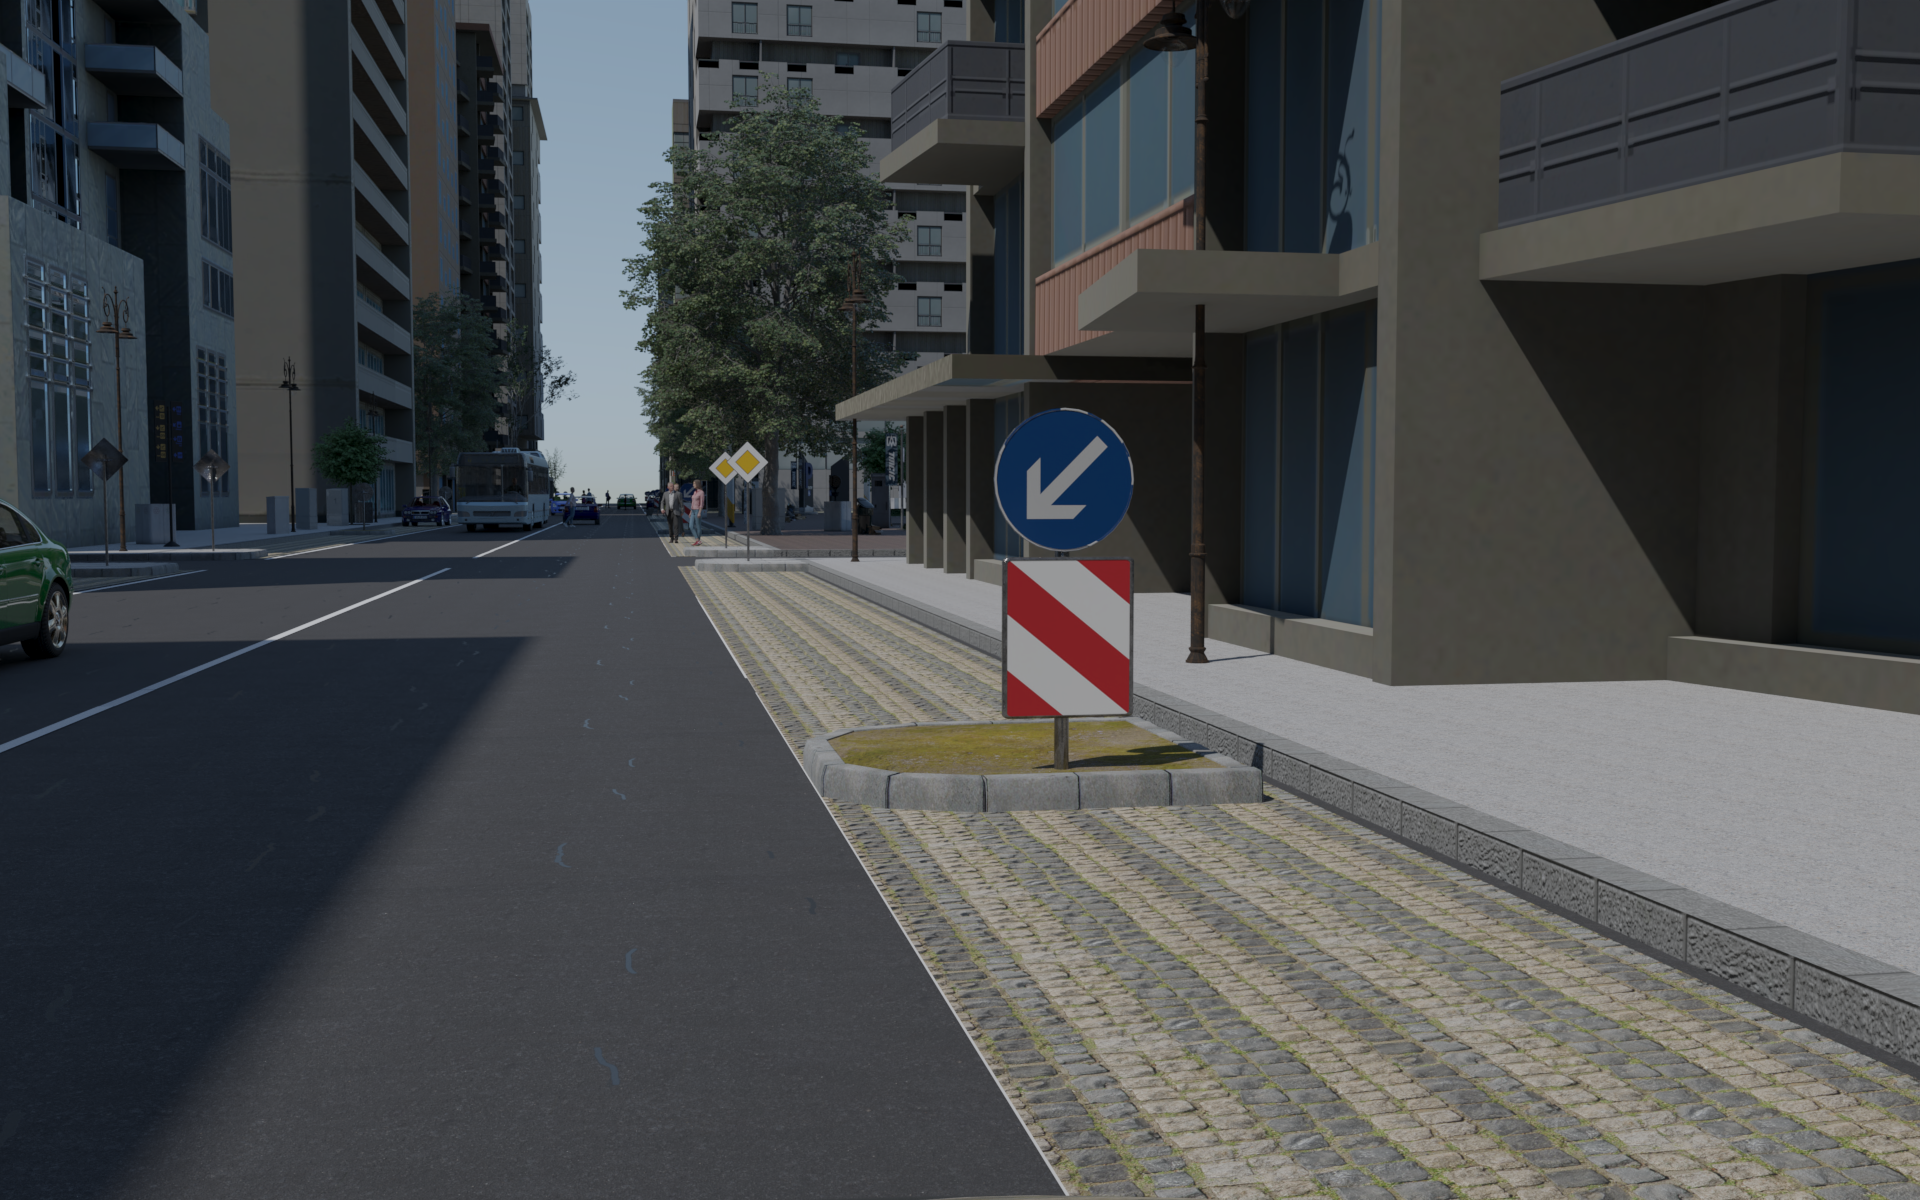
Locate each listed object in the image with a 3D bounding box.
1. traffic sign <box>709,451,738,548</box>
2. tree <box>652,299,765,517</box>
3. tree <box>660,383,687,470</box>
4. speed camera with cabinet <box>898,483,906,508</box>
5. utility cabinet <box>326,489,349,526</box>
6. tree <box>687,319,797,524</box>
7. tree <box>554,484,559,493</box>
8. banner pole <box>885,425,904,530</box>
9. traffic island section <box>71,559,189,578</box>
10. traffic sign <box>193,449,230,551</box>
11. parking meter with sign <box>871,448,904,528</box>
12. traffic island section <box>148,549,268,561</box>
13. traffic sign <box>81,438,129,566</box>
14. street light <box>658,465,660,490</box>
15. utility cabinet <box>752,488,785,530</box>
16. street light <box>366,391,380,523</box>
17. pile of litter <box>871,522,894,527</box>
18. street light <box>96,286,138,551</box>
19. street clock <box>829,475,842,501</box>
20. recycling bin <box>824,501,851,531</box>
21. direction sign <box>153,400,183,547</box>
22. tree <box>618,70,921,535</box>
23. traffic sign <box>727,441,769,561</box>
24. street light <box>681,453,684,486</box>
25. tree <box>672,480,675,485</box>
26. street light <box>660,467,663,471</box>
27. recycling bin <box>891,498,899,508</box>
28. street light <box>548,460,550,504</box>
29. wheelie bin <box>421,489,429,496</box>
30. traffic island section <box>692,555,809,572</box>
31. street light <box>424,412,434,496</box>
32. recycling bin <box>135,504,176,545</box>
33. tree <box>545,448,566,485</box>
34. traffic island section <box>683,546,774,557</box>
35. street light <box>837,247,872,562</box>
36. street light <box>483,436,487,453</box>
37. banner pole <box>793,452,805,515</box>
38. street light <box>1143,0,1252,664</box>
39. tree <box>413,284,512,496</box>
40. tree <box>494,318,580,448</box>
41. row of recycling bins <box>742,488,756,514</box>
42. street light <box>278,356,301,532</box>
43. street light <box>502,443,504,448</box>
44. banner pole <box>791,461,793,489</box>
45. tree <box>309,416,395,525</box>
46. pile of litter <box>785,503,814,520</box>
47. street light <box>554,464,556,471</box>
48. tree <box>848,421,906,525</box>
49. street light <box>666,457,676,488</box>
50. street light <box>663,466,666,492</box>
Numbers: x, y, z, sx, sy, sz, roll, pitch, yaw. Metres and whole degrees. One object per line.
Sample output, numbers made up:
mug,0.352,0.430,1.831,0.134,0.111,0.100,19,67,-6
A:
traffic sign,-5.523,-2.274,40.829,0.795,2.450,0.064,-1,4,-11
tree,-13.497,-11.006,98.070,7.486,12.596,7.792,0,3,0
tree,-16.730,-9.731,109.467,4.360,8.622,3.978,0,3,0
speed camera with cabinet,-3.477,-6.844,106.236,0.660,3.252,2.038,0,4,-1
utility cabinet,-24.985,-3.718,69.473,1.173,1.500,0.318,3,5,41
tree,-8.959,-7.564,74.037,4.360,8.622,3.978,0,3,0
tree,-62.460,-16.567,265.467,1.663,3.219,1.824,0,3,0
banner pole,-2.316,-4.437,62.568,0.863,3.779,0.401,-1,4,-22
traffic island section,-15.263,-0.530,30.952,2.009,0.180,2.903,-1,4,-11
traffic sign,-16.723,-2.147,38.742,0.795,2.450,0.064,-1,4,-11
parking meter with sign,-2.975,-4.198,64.897,1.738,3.016,0.543,0,4,3
traffic island section,-16.745,-1.010,38.799,2.009,0.180,2.903,-1,4,-11
traffic sign,-15.241,-1.667,30.895,0.795,2.450,0.064,-1,4,-11
street light,-43.264,-17.040,251.393,0.468,5.910,1.993,-1,4,-11
utility cabinet,-6.833,-3.246,61.759,1.173,1.500,0.318,-2,4,-34
street light,-26.329,-6.428,77.891,0.468,5.910,1.993,-1,4,-11
pile of litter,-3.223,-3.354,68.795,1.719,0.858,1.176,3,4,38
street light,-18.749,-4.027,38.634,0.468,5.910,1.993,-1,4,-11
street clock,-4.783,-3.784,66.443,0.471,2.002,0.358,0,4,3
recycling bin,-4.242,-2.903,60.020,0.722,1.027,0.722,2,4,27
direction sign,-19.218,-3.066,42.119,0.379,3.537,0.876,1,4,19
tree,-5.930,-9.025,54.206,9.857,13.997,8.962,0,3,0
traffic sign,-4.040,-1.794,32.982,0.795,2.450,0.064,-1,4,-11
street light,-24.174,-10.866,150.443,0.468,5.910,1.993,-1,4,-11
tree,-32.494,-12.503,199.031,1.663,3.219,1.824,0,3,0
street light,-39.542,-15.824,231.511,0.468,5.910,1.993,-1,4,-11
recycling bin,-4.352,-6.024,111.048,0.722,1.027,0.722,2,4,24
street light,-55.823,-16.048,235.169,0.468,5.910,1.993,-1,4,-11
wheelie bin,-33.906,-6.271,110.431,0.980,1.594,0.693,-1,4,-14
traffic island section,-4.019,-0.660,33.064,2.009,0.180,2.903,-1,4,-11
street light,-29.989,-7.655,97.953,0.468,5.910,1.993,-1,4,-11
recycling bin,-20.647,-1.951,44.456,0.722,1.027,0.722,2,4,34
tree,-63.332,-19.531,269.699,4.360,8.622,3.978,0,3,0
traffic island section,-5.501,-1.139,40.911,2.009,0.180,2.903,-1,4,-11
street light,-1.986,-3.660,32.634,0.468,5.910,1.993,-1,4,-11
street light,-36.878,-9.884,134.383,0.468,5.910,1.993,-1,4,-11
banner pole,-9.489,-6.970,103.975,0.401,3.779,0.863,-3,4,-38
street light,1.806,-2.460,13.006,0.468,5.910,1.993,-1,4,-11
tree,-32.462,-12.204,106.184,9.857,13.997,8.962,0,3,0
tree,-46.644,-20.067,183.979,12.611,20.169,13.585,0,3,0
row of recycling bins,-12.592,-6.291,109.978,3.534,1.692,1.069,3,5,45
street light,-22.499,-5.228,58.270,0.468,5.910,1.993,-1,4,-11
street light,-40.582,-11.085,154.028,0.468,5.910,1.993,-1,4,-11
banner pole,-10.944,-7.683,115.638,0.863,3.779,0.401,-2,4,-31
tree,-25.259,-5.403,72.054,4.285,4.588,4.351,0,3,0
pile of litter,-8.335,-4.520,87.867,1.176,0.858,1.719,1,4,13
street light,-59.784,-17.301,255.651,0.468,5.910,1.993,-1,4,-11
tree,-3.037,-5.496,73.575,4.285,4.588,4.351,0,3,0
street light,-31.621,-13.279,189.901,0.468,5.910,1.993,-1,4,-11
street light,-35.672,-14.587,211.287,0.468,5.910,1.993,-1,4,-11
